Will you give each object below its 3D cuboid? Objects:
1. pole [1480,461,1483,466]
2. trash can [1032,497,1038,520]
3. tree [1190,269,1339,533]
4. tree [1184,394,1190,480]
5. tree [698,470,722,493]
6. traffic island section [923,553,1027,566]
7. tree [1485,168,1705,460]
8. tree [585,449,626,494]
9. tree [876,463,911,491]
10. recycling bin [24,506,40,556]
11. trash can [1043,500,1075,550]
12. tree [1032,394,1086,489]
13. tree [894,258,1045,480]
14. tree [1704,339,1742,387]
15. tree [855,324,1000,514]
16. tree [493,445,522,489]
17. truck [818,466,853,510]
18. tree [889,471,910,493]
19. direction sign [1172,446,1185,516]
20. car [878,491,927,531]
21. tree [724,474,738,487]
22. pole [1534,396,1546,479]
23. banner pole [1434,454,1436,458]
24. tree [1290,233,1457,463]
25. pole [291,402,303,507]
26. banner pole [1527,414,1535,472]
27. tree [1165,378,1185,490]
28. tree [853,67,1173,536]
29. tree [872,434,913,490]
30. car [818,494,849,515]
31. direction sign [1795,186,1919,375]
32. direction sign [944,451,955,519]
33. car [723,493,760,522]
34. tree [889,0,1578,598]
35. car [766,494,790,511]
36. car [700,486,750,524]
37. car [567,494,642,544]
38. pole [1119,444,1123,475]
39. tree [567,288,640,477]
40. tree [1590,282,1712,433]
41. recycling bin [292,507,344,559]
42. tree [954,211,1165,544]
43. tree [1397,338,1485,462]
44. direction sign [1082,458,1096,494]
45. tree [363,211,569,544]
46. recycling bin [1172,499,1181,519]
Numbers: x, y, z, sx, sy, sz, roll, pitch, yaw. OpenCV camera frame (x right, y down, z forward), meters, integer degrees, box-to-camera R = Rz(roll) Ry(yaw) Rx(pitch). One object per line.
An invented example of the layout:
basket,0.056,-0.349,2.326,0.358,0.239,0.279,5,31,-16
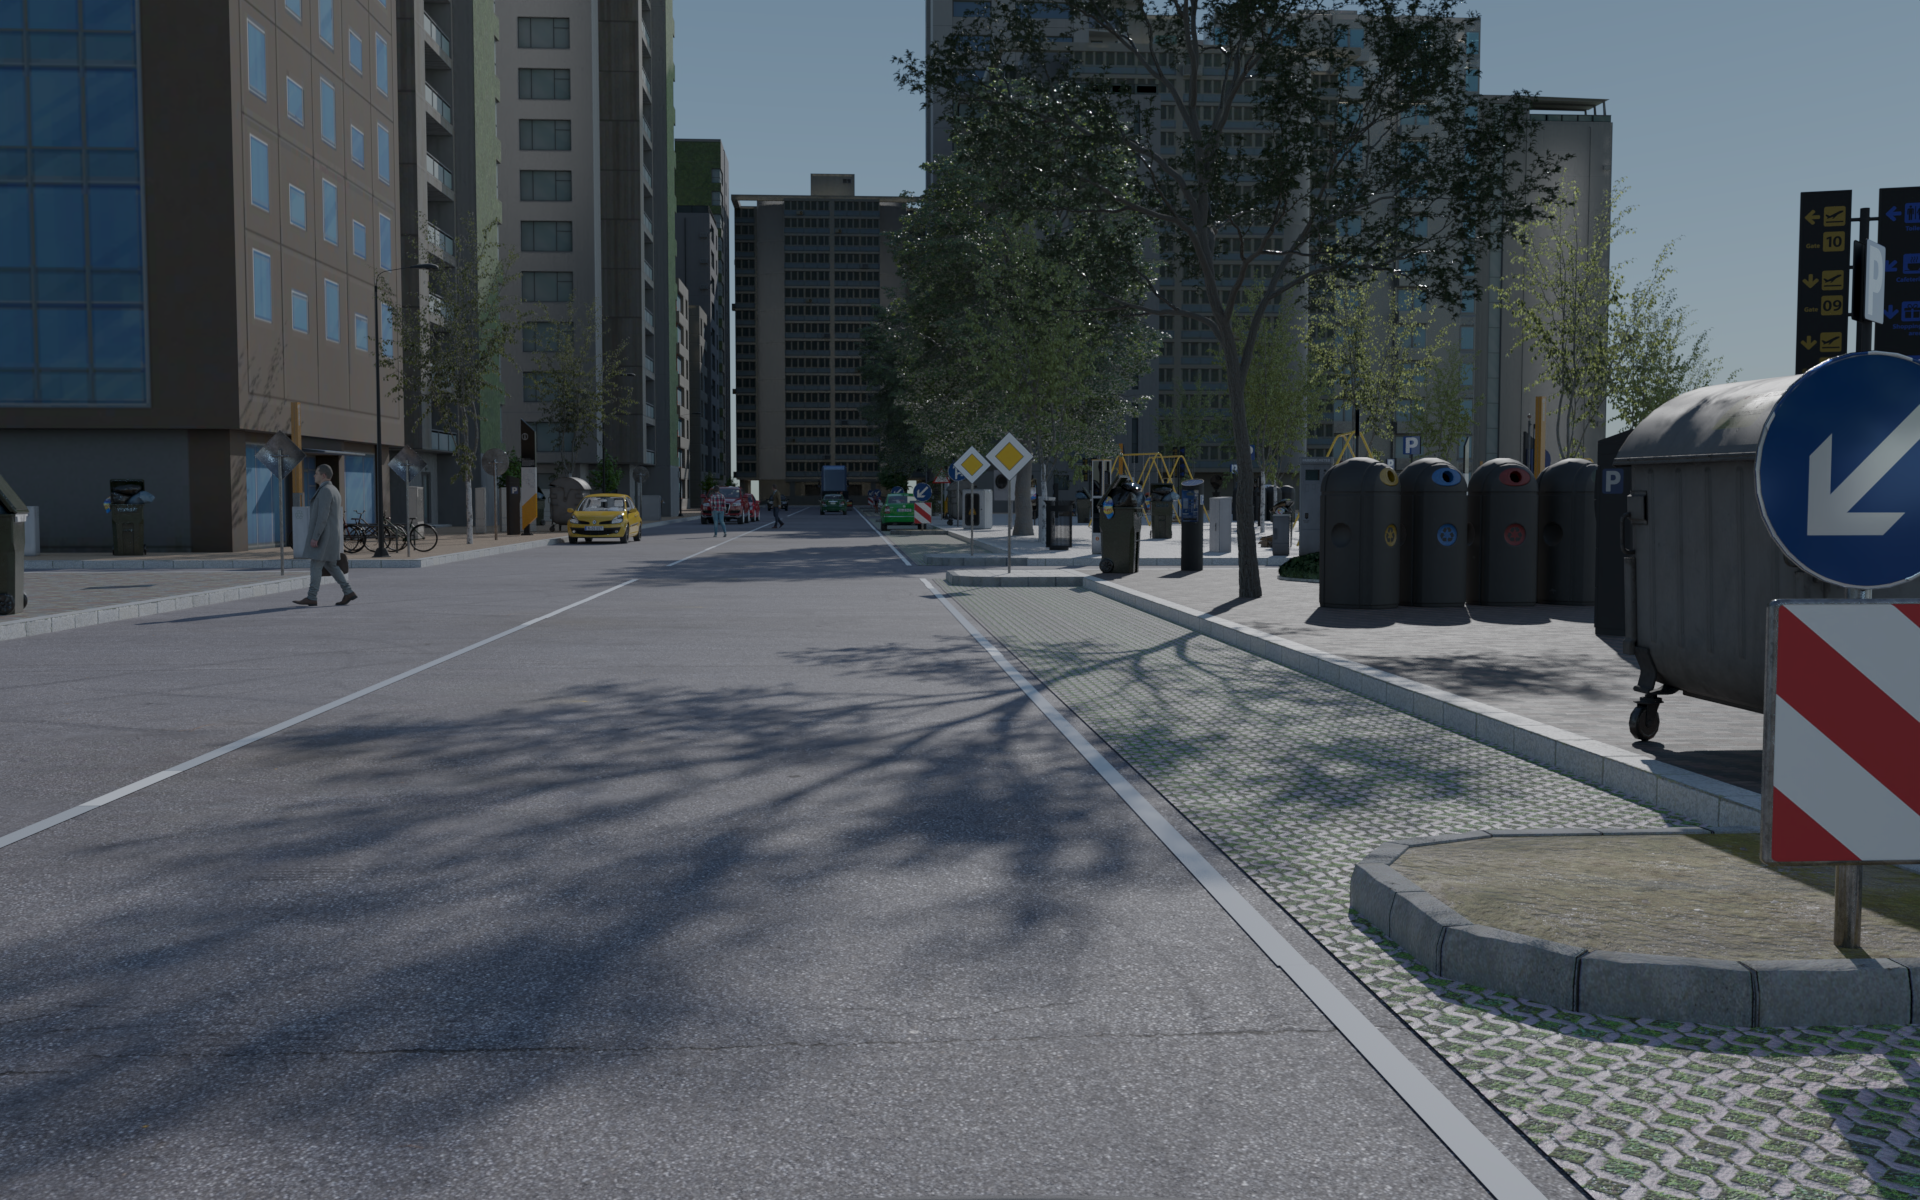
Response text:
pole,32.374,-6.962,107.671,0.158,3.312,0.155,0,3,0
trash can,3.645,-4.634,87.422,0.748,1.137,0.748,0,3,0
tree,10.325,-6.552,57.483,4.737,8.622,4.395,0,3,0
tree,15.175,-8.701,92.623,4.737,8.622,4.395,0,3,0
tree,-19.604,-8.577,134.839,1.663,3.219,1.824,0,3,0
traffic island section,0.270,-0.842,36.043,2.009,0.180,2.903,0,4,-4
tree,14.308,-5.483,40.003,4.360,8.622,3.978,0,3,0
tree,-15.076,-4.822,73.445,1.663,3.219,1.824,0,3,0
tree,-6.082,-10.739,159.302,4.285,4.588,4.351,0,3,0
recycling bin,-19.498,-1.424,35.837,0.722,1.027,0.722,-1,4,-21
trash can,2.268,-1.713,39.655,0.748,1.137,0.748,0,3,0
tree,4.489,-8.568,90.448,4.360,8.622,3.978,0,3,0
tree,0.661,-9.768,77.832,7.486,12.596,7.792,0,3,0
tree,27.484,-7.123,66.825,4.360,8.622,3.978,0,3,0
tree,-1.649,-12.348,112.254,12.009,13.543,11.850,0,3,0
tree,-17.466,-4.504,68.248,1.663,3.219,1.824,0,3,0
truck,-11.348,-10.309,158.309,2.967,4.110,18.799,0,4,-6
tree,-4.987,-9.298,146.624,1.663,3.219,1.824,0,3,0
direction sign,10.421,-5.540,82.578,0.379,3.537,0.876,-2,4,-33
car,-2.256,-3.646,68.405,1.959,1.807,4.718,0,4,-3
tree,-21.728,-10.306,163.111,1.663,3.219,1.824,0,3,0
pole,12.118,-2.592,36.223,0.158,3.312,0.155,0,3,0
banner pole,29.473,-7.242,108.423,0.863,3.779,0.401,2,4,26
tree,11.361,-6.001,48.477,4.360,8.622,3.978,0,3,0
pole,-14.758,-2.735,38.566,0.158,3.312,0.155,0,3,0
banner pole,18.000,-3.931,54.291,0.401,3.779,0.863,-2,4,-31
tree,13.785,-9.449,104.848,4.737,8.622,4.395,0,3,0
tree,2.061,-8.973,53.364,9.857,13.997,8.962,0,3,0
tree,-5.615,-12.356,152.384,4.737,8.622,4.395,0,3,0
car,-8.757,-6.619,120.024,2.131,1.459,4.920,0,4,-3
direction sign,6.715,-1.281,12.949,0.876,3.537,0.379,1,4,18
direction sign,-0.551,-6.019,90.403,0.379,3.537,0.876,-3,5,-41
car,-11.449,-4.964,90.199,2.155,1.783,4.494,0,4,-2
tree,3.565,-5.333,21.607,8.767,10.594,7.601,-1,4,-13
car,-15.581,-8.457,148.050,2.009,1.686,4.222,0,4,-6
car,-11.307,-4.582,83.596,2.281,1.827,5.304,0,4,-2
car,-10.495,-2.508,51.235,2.015,1.641,3.980,0,4,-2
pole,6.486,-4.654,69.933,0.158,3.312,0.155,0,3,0
tree,-14.048,-6.886,62.945,4.360,8.622,3.978,0,3,0
tree,24.110,-6.772,61.084,4.737,8.622,4.395,0,3,0
recycling bin,-12.842,-1.352,34.651,0.722,1.027,0.722,1,4,11
tree,2.079,-5.740,44.208,4.737,8.622,4.395,0,3,0
tree,22.936,-8.078,82.432,4.737,8.622,4.395,0,3,0
direction sign,8.027,-7.068,107.565,0.876,3.537,0.379,1,4,18
tree,-12.824,-5.740,44.206,4.360,8.622,3.978,0,3,0
recycling bin,10.429,-4.375,84.091,0.722,1.027,0.722,0,4,-7
